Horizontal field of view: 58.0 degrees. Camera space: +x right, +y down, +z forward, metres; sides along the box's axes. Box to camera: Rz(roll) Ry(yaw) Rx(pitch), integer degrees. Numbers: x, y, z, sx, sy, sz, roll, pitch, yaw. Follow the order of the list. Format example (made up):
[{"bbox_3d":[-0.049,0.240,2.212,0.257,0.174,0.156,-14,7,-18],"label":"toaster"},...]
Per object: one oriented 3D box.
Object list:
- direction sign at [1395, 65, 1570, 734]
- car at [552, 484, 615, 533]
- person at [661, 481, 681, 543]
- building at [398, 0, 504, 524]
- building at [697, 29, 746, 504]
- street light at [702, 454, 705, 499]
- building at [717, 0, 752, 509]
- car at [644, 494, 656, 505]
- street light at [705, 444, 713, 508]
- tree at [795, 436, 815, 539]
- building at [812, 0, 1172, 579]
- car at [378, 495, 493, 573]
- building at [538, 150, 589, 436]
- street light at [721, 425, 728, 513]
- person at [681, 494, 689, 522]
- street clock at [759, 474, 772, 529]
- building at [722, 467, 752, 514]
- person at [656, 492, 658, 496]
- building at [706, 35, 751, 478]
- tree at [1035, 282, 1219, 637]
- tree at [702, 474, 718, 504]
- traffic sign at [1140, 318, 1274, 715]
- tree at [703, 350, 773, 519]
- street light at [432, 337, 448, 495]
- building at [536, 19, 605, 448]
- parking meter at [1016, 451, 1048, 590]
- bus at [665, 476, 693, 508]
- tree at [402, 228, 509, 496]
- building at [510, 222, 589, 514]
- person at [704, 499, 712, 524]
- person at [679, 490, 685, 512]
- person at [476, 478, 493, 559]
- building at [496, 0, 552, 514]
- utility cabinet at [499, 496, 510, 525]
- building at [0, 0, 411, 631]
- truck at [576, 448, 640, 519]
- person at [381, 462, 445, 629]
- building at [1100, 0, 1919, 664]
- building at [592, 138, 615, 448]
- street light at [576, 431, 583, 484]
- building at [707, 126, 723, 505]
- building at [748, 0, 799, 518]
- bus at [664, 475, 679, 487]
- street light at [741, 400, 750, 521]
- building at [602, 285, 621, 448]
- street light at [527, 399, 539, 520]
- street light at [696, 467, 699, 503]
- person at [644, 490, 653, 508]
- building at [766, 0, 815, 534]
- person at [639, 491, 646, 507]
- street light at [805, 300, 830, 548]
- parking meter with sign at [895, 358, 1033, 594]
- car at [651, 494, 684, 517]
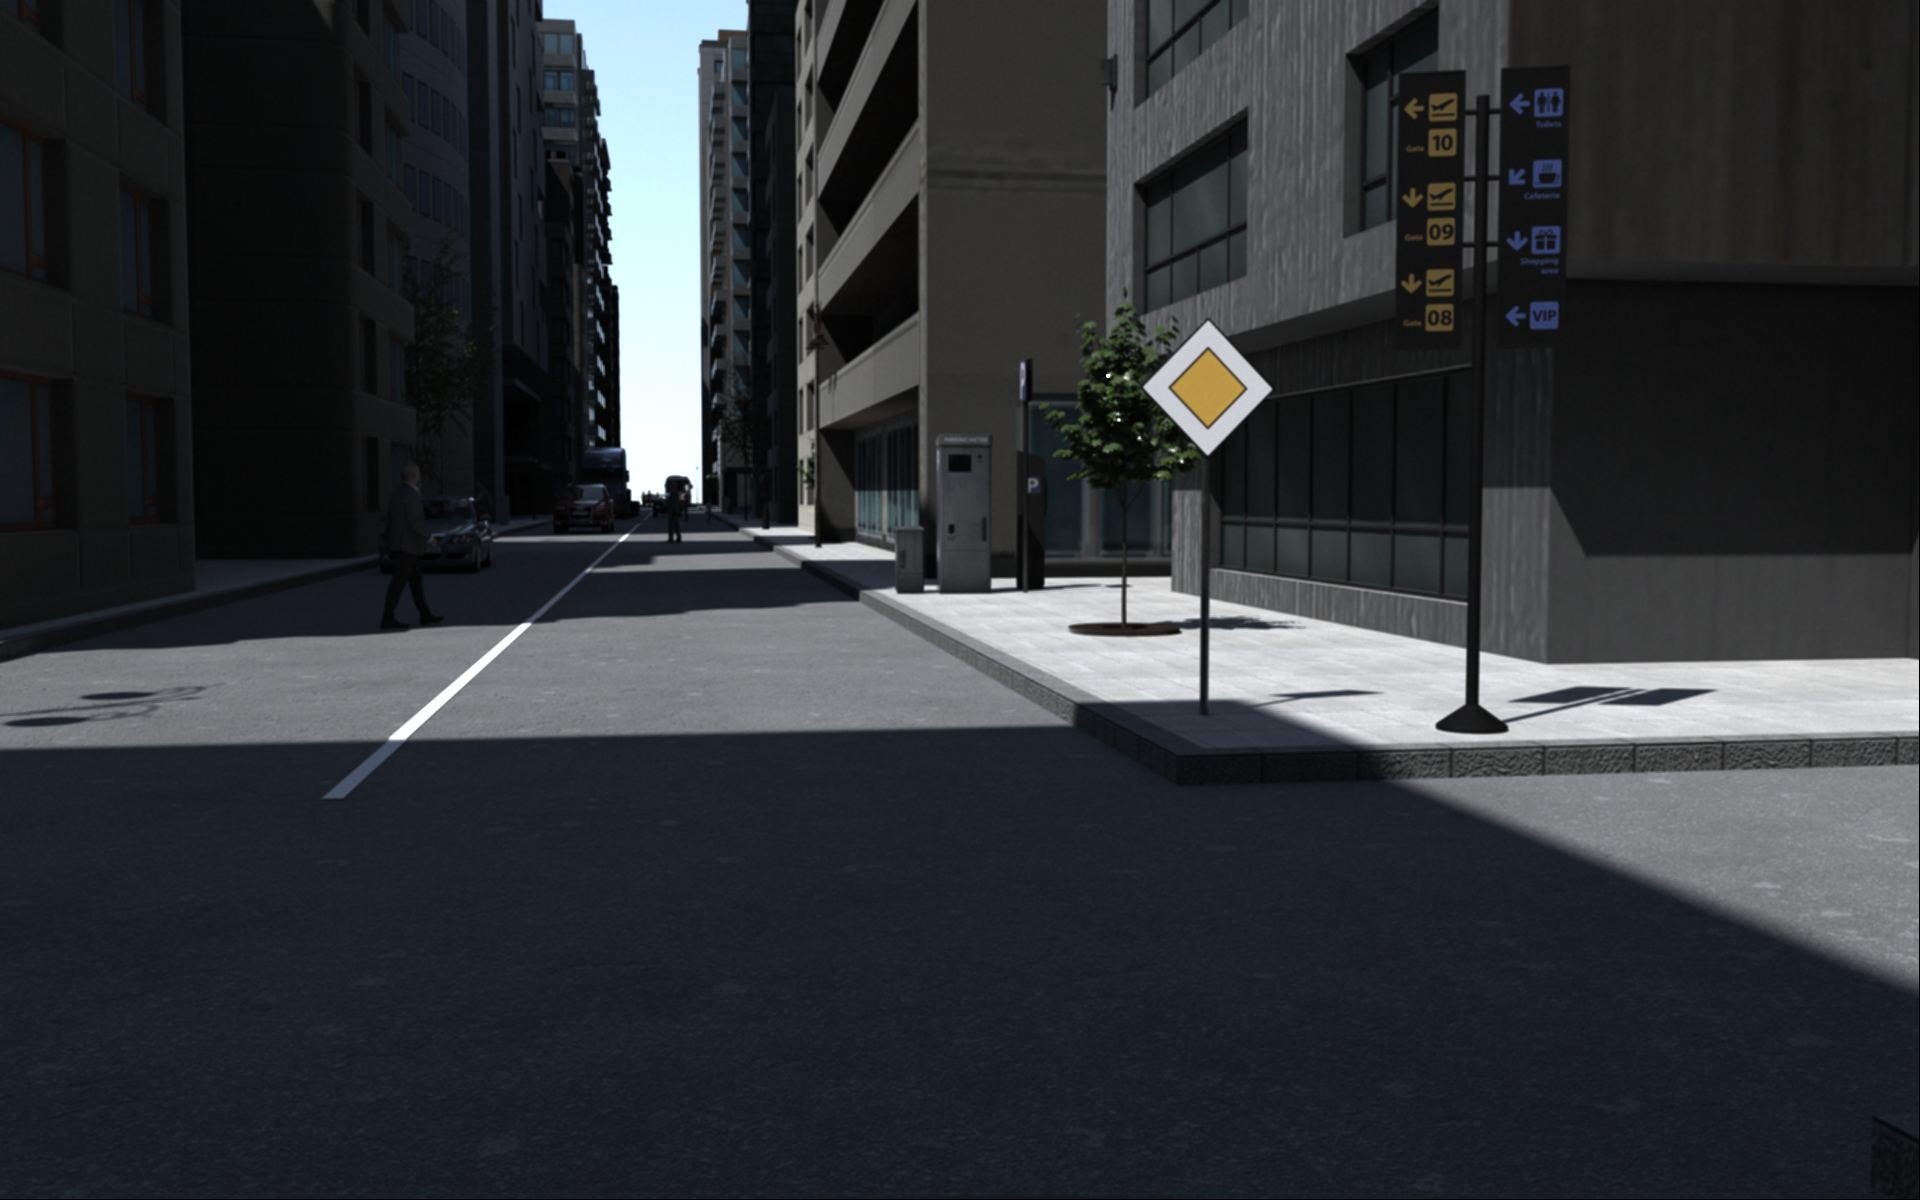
[{"bbox_3d":[2.789,-1.060,9.333,0.876,3.537,0.379,1,4,12],"label":"direction sign"},{"bbox_3d":[-14.036,-3.431,64.776,2.281,1.827,5.304,-1,4,-9],"label":"car"},{"bbox_3d":[-8.524,-2.593,51.069,0.590,1.801,0.661,0,4,-2],"label":"person"},{"bbox_3d":[-28.662,-31.748,61.077,21.231,58.520,28.212,-1,4,-9],"label":"building"},{"bbox_3d":[-23.677,-41.991,228.554,21.231,58.520,28.212,-1,4,-9],"label":"building"},{"bbox_3d":[-29.486,-13.855,199.320,0.468,5.910,1.993,-1,4,-9],"label":"street light"},{"bbox_3d":[-8.712,-50.801,143.263,22.319,86.520,31.000,-1,4,-9],"label":"building"},{"bbox_3d":[-39.366,-12.749,220.251,2.131,1.459,4.920,-1,4,-8],"label":"car"},{"bbox_3d":[-22.872,-11.391,159.030,0.468,5.910,1.993,-1,4,-9],"label":"street light"},{"bbox_3d":[-3.973,-3.370,49.699,1.663,3.219,1.824,0,3,0],"label":"tree"},{"bbox_3d":[8.297,-25.267,36.817,21.300,48.544,21.600,-1,4,-9],"label":"building"},{"bbox_3d":[-9.924,-1.283,32.987,2.014,1.417,4.499,-1,4,-11],"label":"car"},{"bbox_3d":[-38.556,-22.800,144.482,14.160,30.474,14.107,-1,4,-9],"label":"building"},{"bbox_3d":[-15.807,-8.790,116.506,0.468,5.910,1.993,-1,4,-9],"label":"street light"},{"bbox_3d":[-14.214,-4.761,89.571,0.599,1.433,0.991,-2,4,-29],"label":"person"},{"bbox_3d":[-7.084,-3.584,63.175,0.358,2.002,0.471,3,4,38],"label":"street clock"},{"bbox_3d":[0.011,-26.073,118.180,32.217,40.220,23.993,-1,4,-9],"label":"building"},{"bbox_3d":[-40.627,-13.665,232.440,1.217,1.766,0.721,-3,5,-43],"label":"person"},{"bbox_3d":[-15.333,-34.650,186.137,23.786,49.044,30.456,-1,4,-9],"label":"building"},{"bbox_3d":[1.413,-1.304,15.921,1.663,3.219,1.824,0,3,0],"label":"tree"},{"bbox_3d":[-23.852,-10.512,166.475,1.663,3.219,1.824,0,3,0],"label":"tree"},{"bbox_3d":[1.415,-0.389,10.000,0.795,2.450,0.064,-1,4,-9],"label":"traffic sign"},{"bbox_3d":[-10.698,-8.401,87.721,4.360,8.622,3.978,0,3,0],"label":"tree"},{"bbox_3d":[-15.245,-4.770,50.776,0.468,5.910,1.993,-1,4,-9],"label":"street light"},{"bbox_3d":[-48.215,-34.119,177.456,23.786,49.044,30.456,-1,4,-9],"label":"building"},{"bbox_3d":[0.969,-1.079,23.347,0.399,1.863,0.255,0,4,-5],"label":"parking meter"},{"bbox_3d":[-30.228,-11.698,186.119,2.948,3.499,13.247,-1,4,-8],"label":"bus"},{"bbox_3d":[-14.576,-5.922,47.191,4.737,8.622,4.395,0,3,0],"label":"tree"},{"bbox_3d":[-41.110,-16.975,122.580,27.650,21.520,28.899,-1,4,-9],"label":"building"},{"bbox_3d":[-12.046,-4.245,82.916,0.382,1.210,0.505,0,4,-3],"label":"person"},{"bbox_3d":[-21.587,-7.677,134.731,0.721,1.736,1.217,-3,5,-45],"label":"person"},{"bbox_3d":[-10.038,-1.667,36.299,0.362,1.759,0.519,-3,5,-44],"label":"person"},{"bbox_3d":[-36.939,-30.829,93.286,28.713,52.752,27.495,-1,4,-9],"label":"building"},{"bbox_3d":[-18.811,-3.692,71.527,0.306,1.237,1.020,0,4,-8],"label":"utility cabinet"},{"bbox_3d":[-24.727,-11.060,25.873,27.650,21.520,28.899,-1,4,-9],"label":"building"},{"bbox_3d":[-21.278,-7.106,105.947,2.967,4.110,18.799,0,4,-8],"label":"truck"},{"bbox_3d":[-5.894,-0.600,18.705,0.661,1.777,0.834,3,5,42],"label":"person"},{"bbox_3d":[9.788,-14.954,16.206,14.107,30.474,14.160,-1,4,-9],"label":"building"},{"bbox_3d":[-52.888,-33.774,206.824,22.147,44.769,28.867,-1,4,-9],"label":"building"},{"bbox_3d":[-27.821,-9.421,126.824,0.468,5.910,1.993,-1,4,-9],"label":"street light"},{"bbox_3d":[-23.062,-34.097,207.602,14.600,45.320,14.200,-1,4,-9],"label":"building"},{"bbox_3d":[-4.928,-19.970,98.217,14.160,30.474,14.107,-1,4,-9],"label":"building"},{"bbox_3d":[-37.369,-14.440,227.643,2.896,3.916,12.252,-1,4,-10],"label":"bus"},{"bbox_3d":[-10.348,-6.773,83.526,0.468,5.910,1.993,-1,4,-9],"label":"street light"},{"bbox_3d":[-52.296,-27.975,229.096,14.160,30.474,14.107,-1,4,-9],"label":"building"},{"bbox_3d":[-20.884,-6.847,84.743,0.468,5.910,1.993,-1,4,-9],"label":"street light"},{"bbox_3d":[-36.615,-16.427,241.369,0.468,5.910,1.993,-1,4,-9],"label":"street light"},{"bbox_3d":[-31.398,-10.178,174.909,1.348,1.824,0.705,3,5,39],"label":"person"},{"bbox_3d":[6.729,-13.822,71.022,27.650,21.520,28.899,-1,4,-9],"label":"building"},{"bbox_3d":[-35.009,-11.129,191.147,1.217,1.739,0.721,3,5,41],"label":"person"},{"bbox_3d":[-3.402,-4.199,41.447,0.468,5.910,1.993,-1,4,-9],"label":"street light"},{"bbox_3d":[0.034,-1.599,22.407,1.738,3.016,0.543,0,4,-7],"label":"parking meter with sign"},{"bbox_3d":[-18.580,-6.009,110.049,2.131,1.459,4.920,-1,4,-9],"label":"car"}]
